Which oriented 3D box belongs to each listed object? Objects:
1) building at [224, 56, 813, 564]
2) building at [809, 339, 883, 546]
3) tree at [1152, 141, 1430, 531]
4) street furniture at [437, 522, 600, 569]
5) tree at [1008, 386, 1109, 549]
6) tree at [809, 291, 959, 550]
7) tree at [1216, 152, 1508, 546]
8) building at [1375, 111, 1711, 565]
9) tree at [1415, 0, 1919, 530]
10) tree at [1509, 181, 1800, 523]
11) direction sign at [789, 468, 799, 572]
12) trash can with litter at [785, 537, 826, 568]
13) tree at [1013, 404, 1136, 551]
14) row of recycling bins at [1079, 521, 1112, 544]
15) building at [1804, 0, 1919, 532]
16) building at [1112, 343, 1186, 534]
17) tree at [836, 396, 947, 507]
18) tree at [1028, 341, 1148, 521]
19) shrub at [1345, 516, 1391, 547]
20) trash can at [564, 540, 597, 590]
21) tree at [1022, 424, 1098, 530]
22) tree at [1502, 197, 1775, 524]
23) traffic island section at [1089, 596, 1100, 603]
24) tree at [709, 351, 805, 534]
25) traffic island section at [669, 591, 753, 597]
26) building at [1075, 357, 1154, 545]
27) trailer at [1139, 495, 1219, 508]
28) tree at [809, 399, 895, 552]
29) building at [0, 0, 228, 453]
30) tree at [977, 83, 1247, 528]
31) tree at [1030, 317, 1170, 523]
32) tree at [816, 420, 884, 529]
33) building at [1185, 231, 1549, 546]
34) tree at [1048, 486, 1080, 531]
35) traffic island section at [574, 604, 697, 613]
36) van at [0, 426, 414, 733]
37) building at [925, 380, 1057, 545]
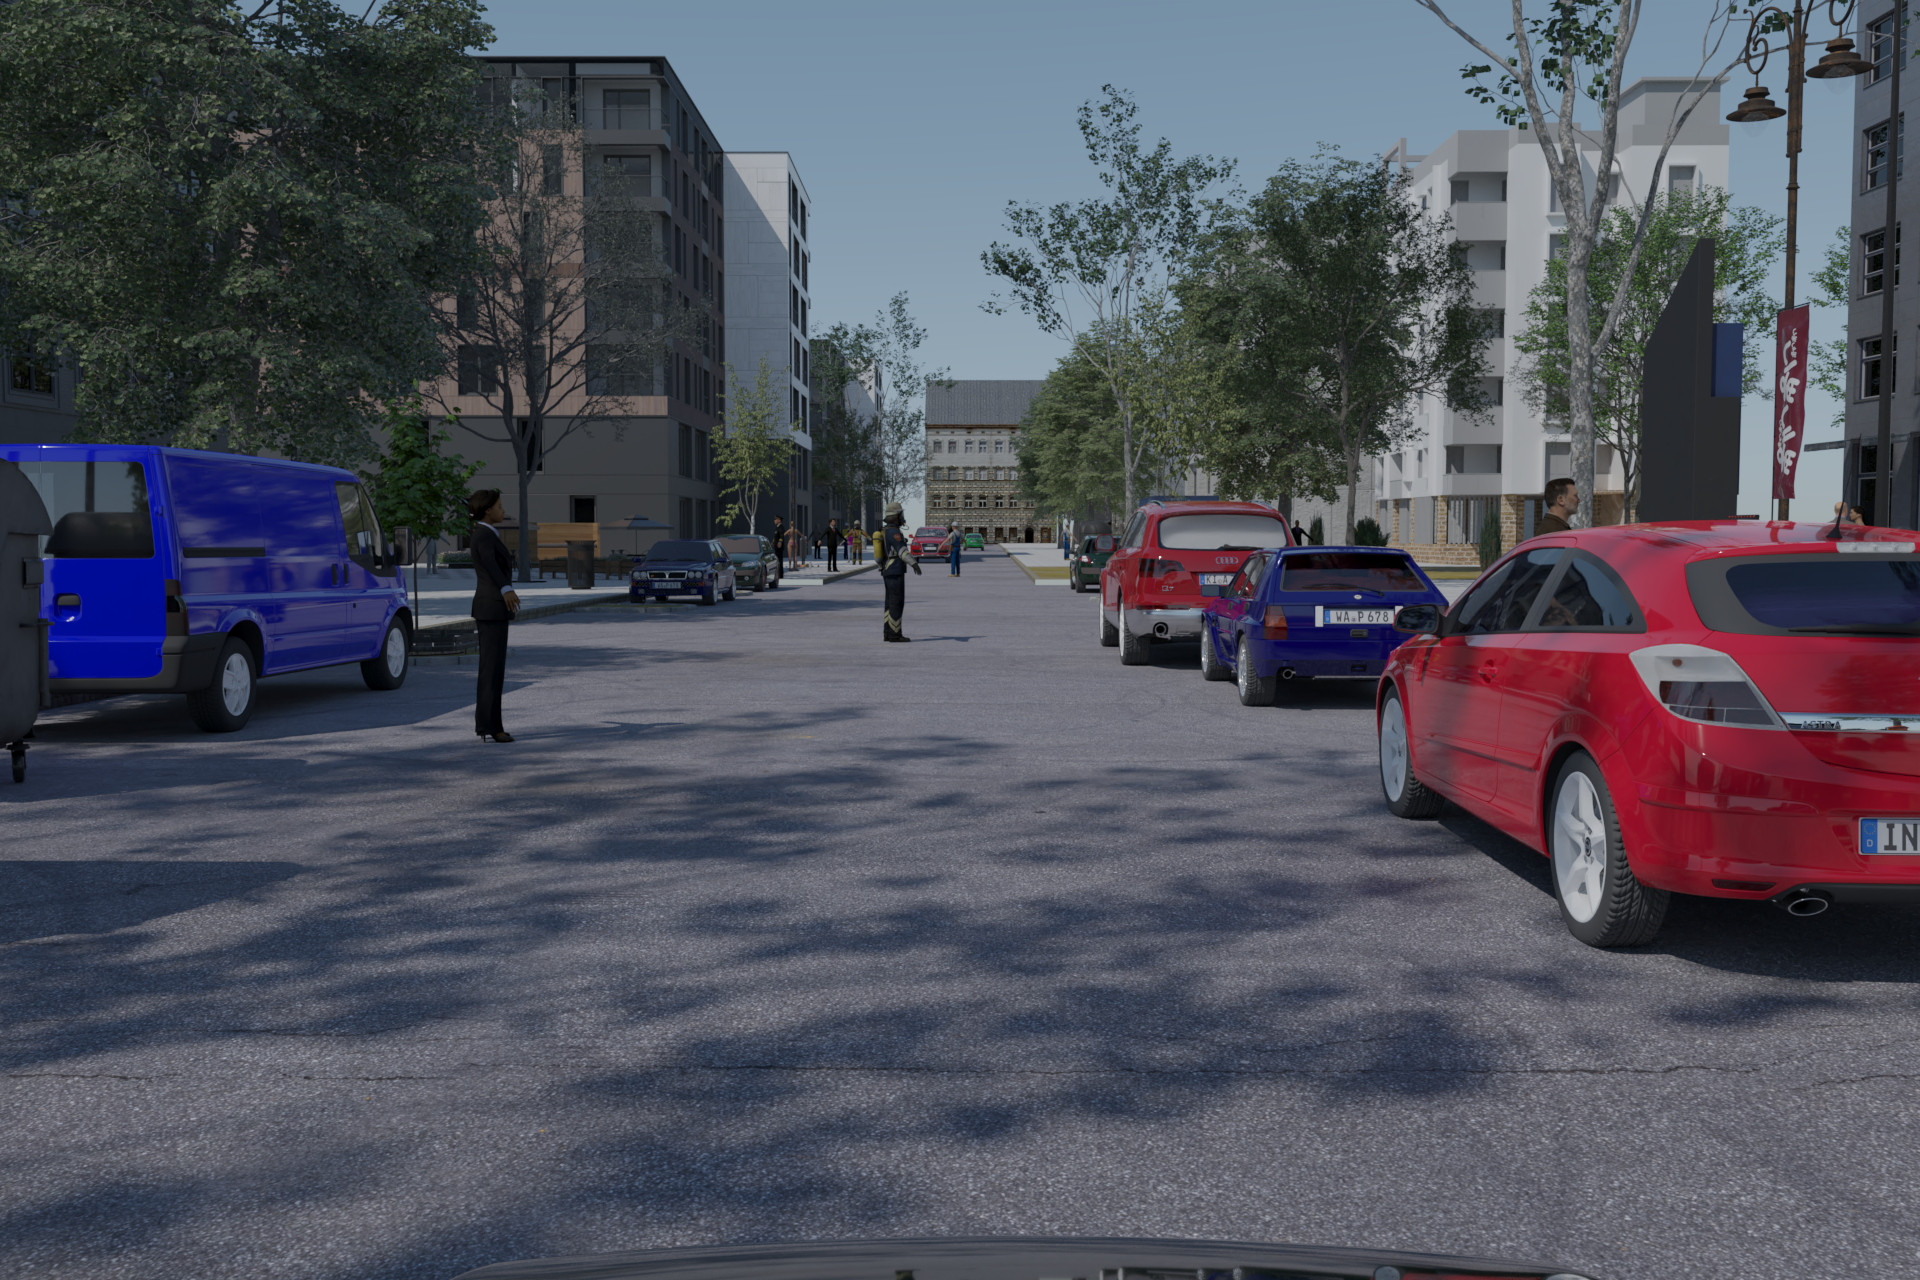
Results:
[{"bbox_3d":[-23.117,-15.091,90.705,27.936,21.610,32.646,0,3,0],"label":"building"},{"bbox_3d":[-23.821,-21.660,198.108,27.936,21.610,32.646,0,4,1],"label":"building"},{"bbox_3d":[10.855,-9.257,58.007,9.857,13.997,8.962,0,3,0],"label":"tree"},{"bbox_3d":[-17.789,-3.773,68.546,11.010,1.723,9.812,-1,4,-20],"label":"street furniture"},{"bbox_3d":[8.629,-14.744,147.722,9.857,13.997,8.962,0,3,0],"label":"tree"},{"bbox_3d":[-6.810,-17.082,135.182,12.611,20.169,13.585,0,3,0],"label":"tree"},{"bbox_3d":[9.725,-6.564,41.731,7.601,10.594,8.767,-2,4,-28],"label":"tree"},{"bbox_3d":[25.621,-13.921,84.027,16.016,20.090,11.380,0,4,1],"label":"building"},{"bbox_3d":[8.928,-10.360,25.278,12.611,20.169,13.585,0,3,0],"label":"tree"},{"bbox_3d":[20.336,-7.672,51.198,9.928,11.665,9.643,0,3,0],"label":"tree"},{"bbox_3d":[-5.694,-4.121,59.374,0.379,3.537,0.876,0,4,1],"label":"direction sign"},{"bbox_3d":[-5.901,-3.417,66.922,1.678,1.210,2.233,0,4,2],"label":"trash can with litter"},{"bbox_3d":[7.707,-11.126,116.327,8.767,10.594,7.601,-1,4,-20],"label":"tree"},{"bbox_3d":[4.242,-2.930,55.018,1.069,1.692,3.534,0,4,1],"label":"row of recycling bins"},{"bbox_3d":[25.977,-12.954,30.219,11.959,24.771,22.079,0,4,1],"label":"building"},{"bbox_3d":[25.808,-21.343,179.882,19.493,23.208,18.063,0,4,1],"label":"building"},{"bbox_3d":[-6.266,-14.859,153.309,12.009,13.543,11.850,0,3,0],"label":"tree"},{"bbox_3d":[7.531,-11.196,101.176,7.486,12.596,7.792,0,3,0],"label":"tree"},{"bbox_3d":[15.525,-3.764,65.959,1.690,2.028,1.600,0,3,0],"label":"shrub"},{"bbox_3d":[-8.768,-1.738,40.072,0.748,1.137,0.748,0,3,0],"label":"trash can"},{"bbox_3d":[8.290,-11.843,128.043,8.767,10.594,7.601,3,5,43],"label":"tree"},{"bbox_3d":[24.591,-9.355,63.322,12.009,13.543,11.850,0,3,0],"label":"tree"},{"bbox_3d":[3.753,-0.843,36.649,1.991,0.108,1.994,0,4,1],"label":"traffic island section"},{"bbox_3d":[-8.438,-7.350,70.538,4.737,8.622,4.395,0,3,0],"label":"tree"},{"bbox_3d":[-5.887,-1.070,40.365,1.991,0.108,1.994,0,4,2],"label":"traffic island section"},{"bbox_3d":[28.133,-22.765,216.179,27.936,21.610,32.646,0,4,1],"label":"building"},{"bbox_3d":[3.394,-1.257,27.609,1.471,1.999,3.904,0,4,1],"label":"trailer"},{"bbox_3d":[-7.984,-11.382,120.501,7.601,10.594,8.767,-3,4,-36],"label":"tree"},{"bbox_3d":[-28.189,-15.015,39.007,14.314,27.812,24.014,0,4,0],"label":"building"},{"bbox_3d":[6.383,-13.460,75.962,12.611,20.169,13.585,0,3,0],"label":"tree"},{"bbox_3d":[7.390,-10.594,91.344,7.486,12.596,7.792,0,3,0],"label":"tree"},{"bbox_3d":[-7.636,-9.906,112.333,4.360,8.622,3.978,0,3,0],"label":"tree"},{"bbox_3d":[24.524,-14.875,109.656,16.747,18.905,31.486,0,4,1],"label":"building"},{"bbox_3d":[8.605,-11.473,137.938,4.737,8.622,4.395,0,3,0],"label":"tree"},{"bbox_3d":[-6.012,-0.590,32.506,1.991,0.108,1.994,0,4,2],"label":"traffic island section"},{"bbox_3d":[-6.130,-0.599,14.180,2.240,2.365,5.245,0,4,1],"label":"van"},{"bbox_3d":[4.256,-25.191,245.265,18.063,23.208,19.493,0,3,0],"label":"building"}]
